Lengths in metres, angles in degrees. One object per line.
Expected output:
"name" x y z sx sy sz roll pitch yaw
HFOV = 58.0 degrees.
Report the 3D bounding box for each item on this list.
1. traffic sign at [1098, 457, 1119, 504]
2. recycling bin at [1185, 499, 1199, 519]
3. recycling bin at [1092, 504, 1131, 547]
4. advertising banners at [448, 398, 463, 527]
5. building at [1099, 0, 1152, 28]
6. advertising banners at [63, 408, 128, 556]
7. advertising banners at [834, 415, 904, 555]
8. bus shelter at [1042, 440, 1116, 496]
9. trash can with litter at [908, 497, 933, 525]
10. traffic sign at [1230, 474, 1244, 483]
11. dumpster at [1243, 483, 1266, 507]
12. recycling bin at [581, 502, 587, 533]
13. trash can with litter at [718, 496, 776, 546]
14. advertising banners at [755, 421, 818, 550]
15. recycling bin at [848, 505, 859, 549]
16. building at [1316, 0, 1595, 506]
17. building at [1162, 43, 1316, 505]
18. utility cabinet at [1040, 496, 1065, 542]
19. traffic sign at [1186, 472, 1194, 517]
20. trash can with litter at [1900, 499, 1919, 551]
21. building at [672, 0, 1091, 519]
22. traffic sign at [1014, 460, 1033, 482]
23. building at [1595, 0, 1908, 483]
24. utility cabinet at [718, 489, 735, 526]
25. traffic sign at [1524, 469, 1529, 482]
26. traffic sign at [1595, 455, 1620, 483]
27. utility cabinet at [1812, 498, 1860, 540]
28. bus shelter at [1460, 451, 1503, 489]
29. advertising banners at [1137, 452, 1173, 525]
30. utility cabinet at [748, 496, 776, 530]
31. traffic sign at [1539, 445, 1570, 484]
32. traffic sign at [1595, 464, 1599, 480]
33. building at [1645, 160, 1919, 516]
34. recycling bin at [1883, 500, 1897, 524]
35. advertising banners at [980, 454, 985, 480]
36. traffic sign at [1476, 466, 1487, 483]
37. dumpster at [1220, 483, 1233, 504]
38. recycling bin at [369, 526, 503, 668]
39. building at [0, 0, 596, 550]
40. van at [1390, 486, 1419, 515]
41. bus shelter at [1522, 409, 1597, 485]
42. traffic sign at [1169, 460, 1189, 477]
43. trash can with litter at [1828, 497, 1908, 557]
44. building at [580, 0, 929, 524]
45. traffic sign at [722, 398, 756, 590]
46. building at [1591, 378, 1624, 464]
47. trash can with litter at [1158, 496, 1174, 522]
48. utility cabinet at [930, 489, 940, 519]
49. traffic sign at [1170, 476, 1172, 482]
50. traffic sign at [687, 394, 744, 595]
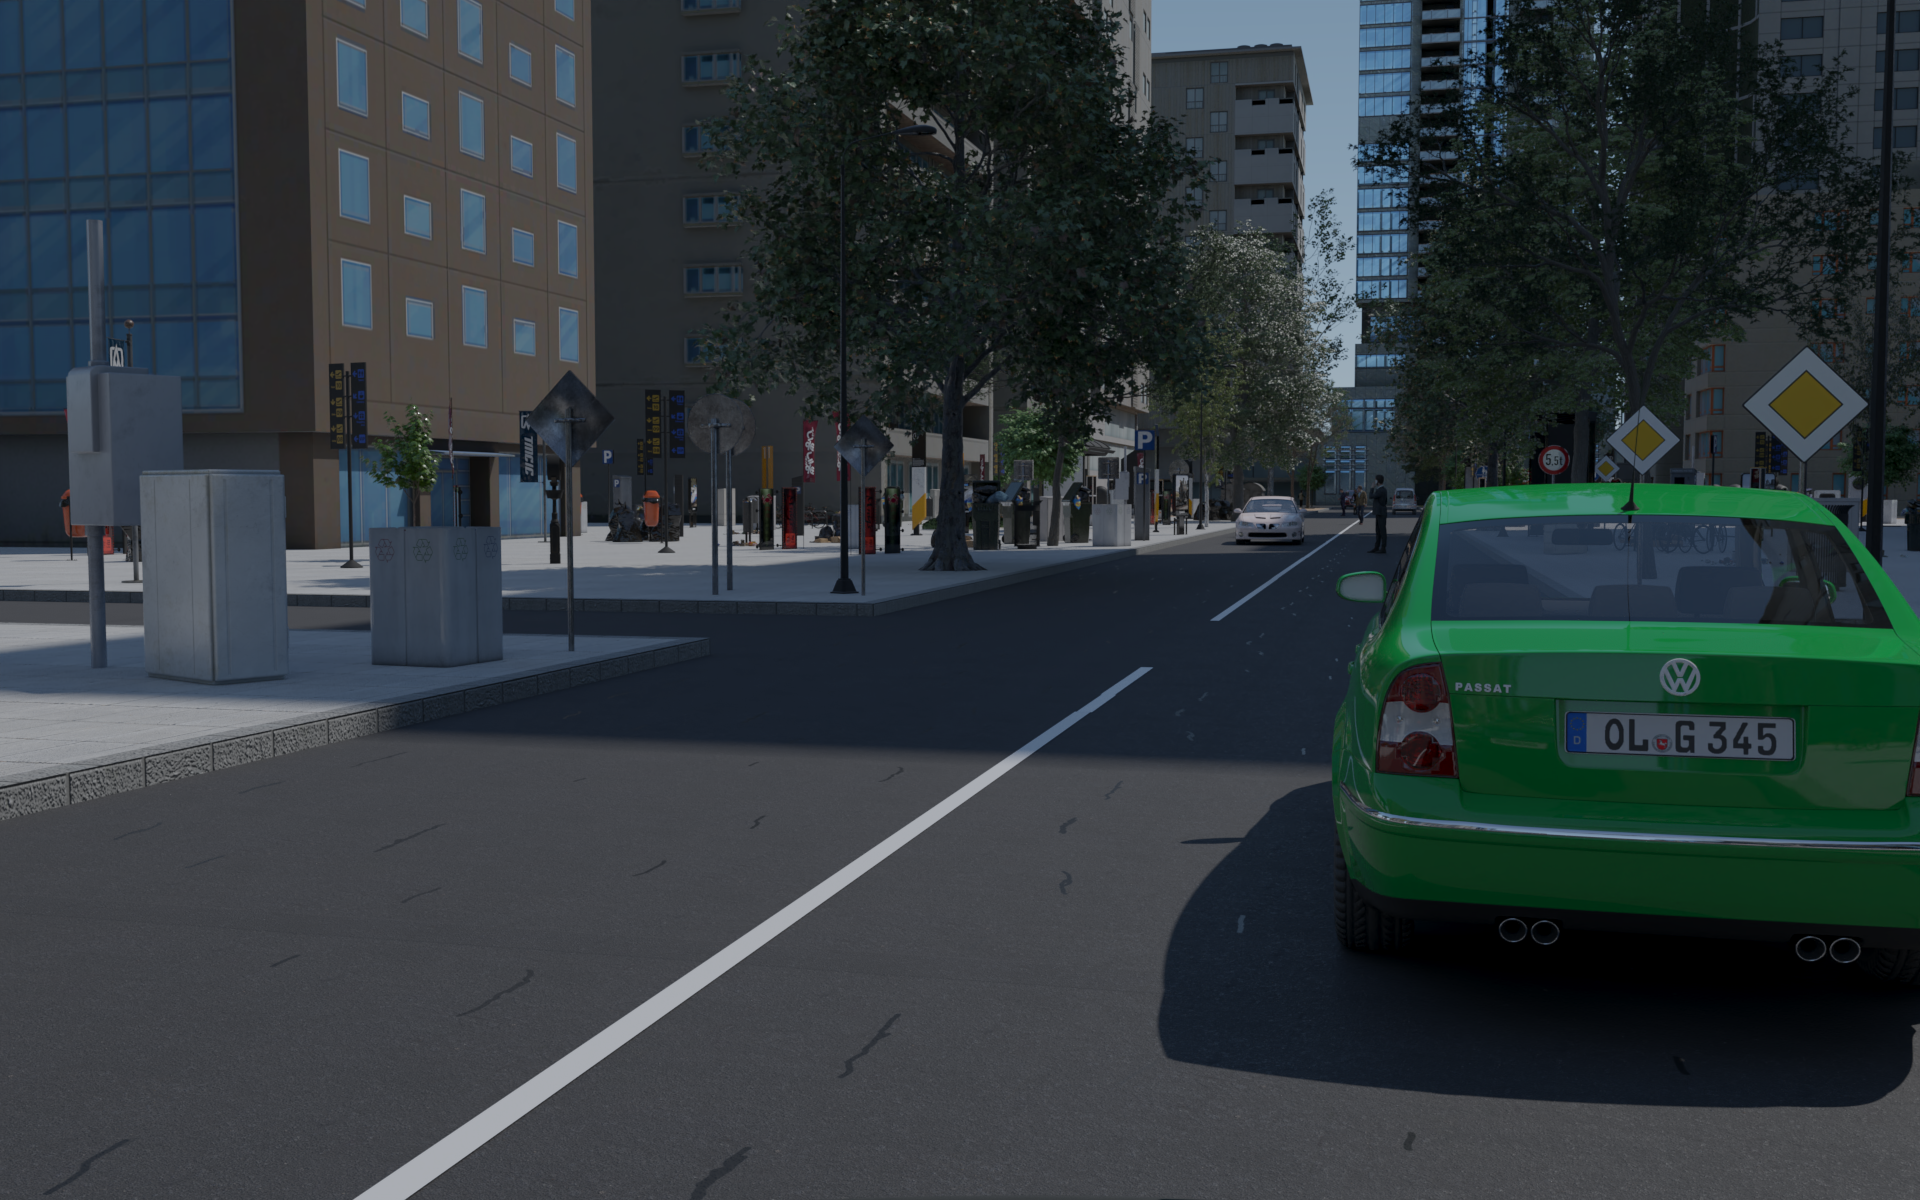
"traffic sign" 4.097 -2.796 47.850 0.606 2.300 0.079 1 4 20
"recycling bin" 12.052 -4.760 90.384 0.722 1.027 0.722 3 5 41
"recycling bin" 3.732 -1.836 42.568 0.722 1.027 0.722 3 4 38
"advertising banners" -9.025 -2.128 30.977 0.090 3.025 2.074 -1 4 -20
"building" 1.404 -34.117 147.046 27.495 52.752 28.713 1 4 14
"advertising banners" -17.983 -2.458 36.382 0.090 3.025 2.074 1 4 16
"advertising banners" -1.947 -2.480 36.728 0.090 3.025 2.074 3 5 43
"bus shelter" 4.060 -4.111 61.141 2.014 3.302 5.546 1 4 14
"trash can with litter" -1.011 -3.756 72.461 2.233 1.210 1.678 0 4 4
"traffic sign" 14.521 -5.558 90.985 0.768 2.556 0.104 1 4 19
"dumpster" 14.924 -5.061 88.501 1.264 1.857 1.865 1 4 14
"recycling bin" -12.779 -2.723 57.076 0.722 1.027 0.722 2 4 24
"trash can with litter" -5.249 -1.966 43.207 1.678 1.210 2.233 -1 4 -17
"advertising banners" -3.982 -2.688 40.140 0.090 3.025 2.074 3 4 38
"recycling bin" -2.405 -1.728 40.811 0.722 1.027 0.722 0 4 5
"building" 56.735 -53.918 194.238 31.000 86.520 22.319 1 4 14
"building" 29.330 -37.734 206.191 27.495 52.752 28.713 1 4 14
"utility cabinet" 2.606 -2.187 46.916 0.306 1.237 1.020 3 5 44
"traffic sign" 11.728 -5.475 89.620 0.768 2.556 0.104 1 4 17
"trash can with litter" 21.748 -1.680 38.863 1.055 1.170 0.624 0 4 4
"building" -3.919 -29.785 110.683 21.300 48.544 21.600 1 4 14
"traffic sign" 1.894 -3.051 52.019 0.606 2.300 0.079 1 4 20
"building" 62.373 -42.644 135.473 20.563 71.187 20.611 1 4 14
"utility cabinet" -9.411 -3.729 69.654 0.318 1.500 1.173 1 4 15
"traffic sign" 28.572 -5.354 87.641 0.768 2.556 0.104 1 4 23
"traffic sign" 19.195 -3.079 51.525 0.795 2.450 0.064 1 4 16
"utility cabinet" 14.227 -1.064 28.558 1.020 1.237 0.306 1 4 13
"bus shelter" 24.977 -5.431 82.715 2.014 3.302 5.546 1 4 14
"advertising banners" 8.100 -4.648 72.189 0.090 3.025 2.074 -3 4 -39
"utility cabinet" -7.091 -3.102 61.881 1.020 1.237 0.306 2 4 26
"traffic sign" 15.489 -2.759 45.215 0.768 2.556 0.104 1 4 18
"traffic sign" 25.957 -4.358 71.366 0.768 2.556 0.104 1 4 16
"building" 60.630 -16.304 111.604 27.650 21.520 28.899 1 4 14
"recycling bin" 40.031 -3.815 74.929 0.722 1.027 0.722 -3 5 -43
"advertising banners" 0.660 -4.913 76.512 0.090 3.025 2.074 -2 4 -24
"traffic sign" 23.684 -4.779 78.241 0.768 2.556 0.104 1 4 16
"dumpster" 14.795 -5.399 94.027 1.264 1.857 1.865 1 4 14
"recycling bin" -3.984 -0.039 13.195 0.722 1.027 0.722 1 4 21
"building" -19.536 -24.245 46.510 14.600 45.320 14.200 1 4 14
"van" 31.211 -7.013 121.668 2.013 2.044 4.112 1 4 14
"bus shelter" 16.896 -3.542 49.190 1.731 3.624 6.357 1 4 14
"traffic sign" 8.055 -3.900 63.875 0.768 2.556 0.104 1 4 19
"trash can with litter" 18.335 -1.514 35.806 1.678 1.210 2.233 -3 5 -42
"building" -11.105 -28.213 84.988 21.300 48.544 21.600 1 4 14
"traffic sign" -3.072 -1.403 23.037 0.768 2.556 0.104 1 4 20
"building" 86.951 -53.494 187.294 31.000 86.520 22.319 1 4 14
"trash can with litter" 9.748 -4.231 80.226 1.678 1.210 2.233 2 4 33
"utility cabinet" -0.886 -4.398 80.586 0.318 1.500 1.173 3 5 41
"traffic sign" 11.867 -5.796 94.868 0.768 2.556 0.104 1 4 22
"traffic sign" -3.116 -1.338 21.981 0.768 2.556 0.104 1 4 15
